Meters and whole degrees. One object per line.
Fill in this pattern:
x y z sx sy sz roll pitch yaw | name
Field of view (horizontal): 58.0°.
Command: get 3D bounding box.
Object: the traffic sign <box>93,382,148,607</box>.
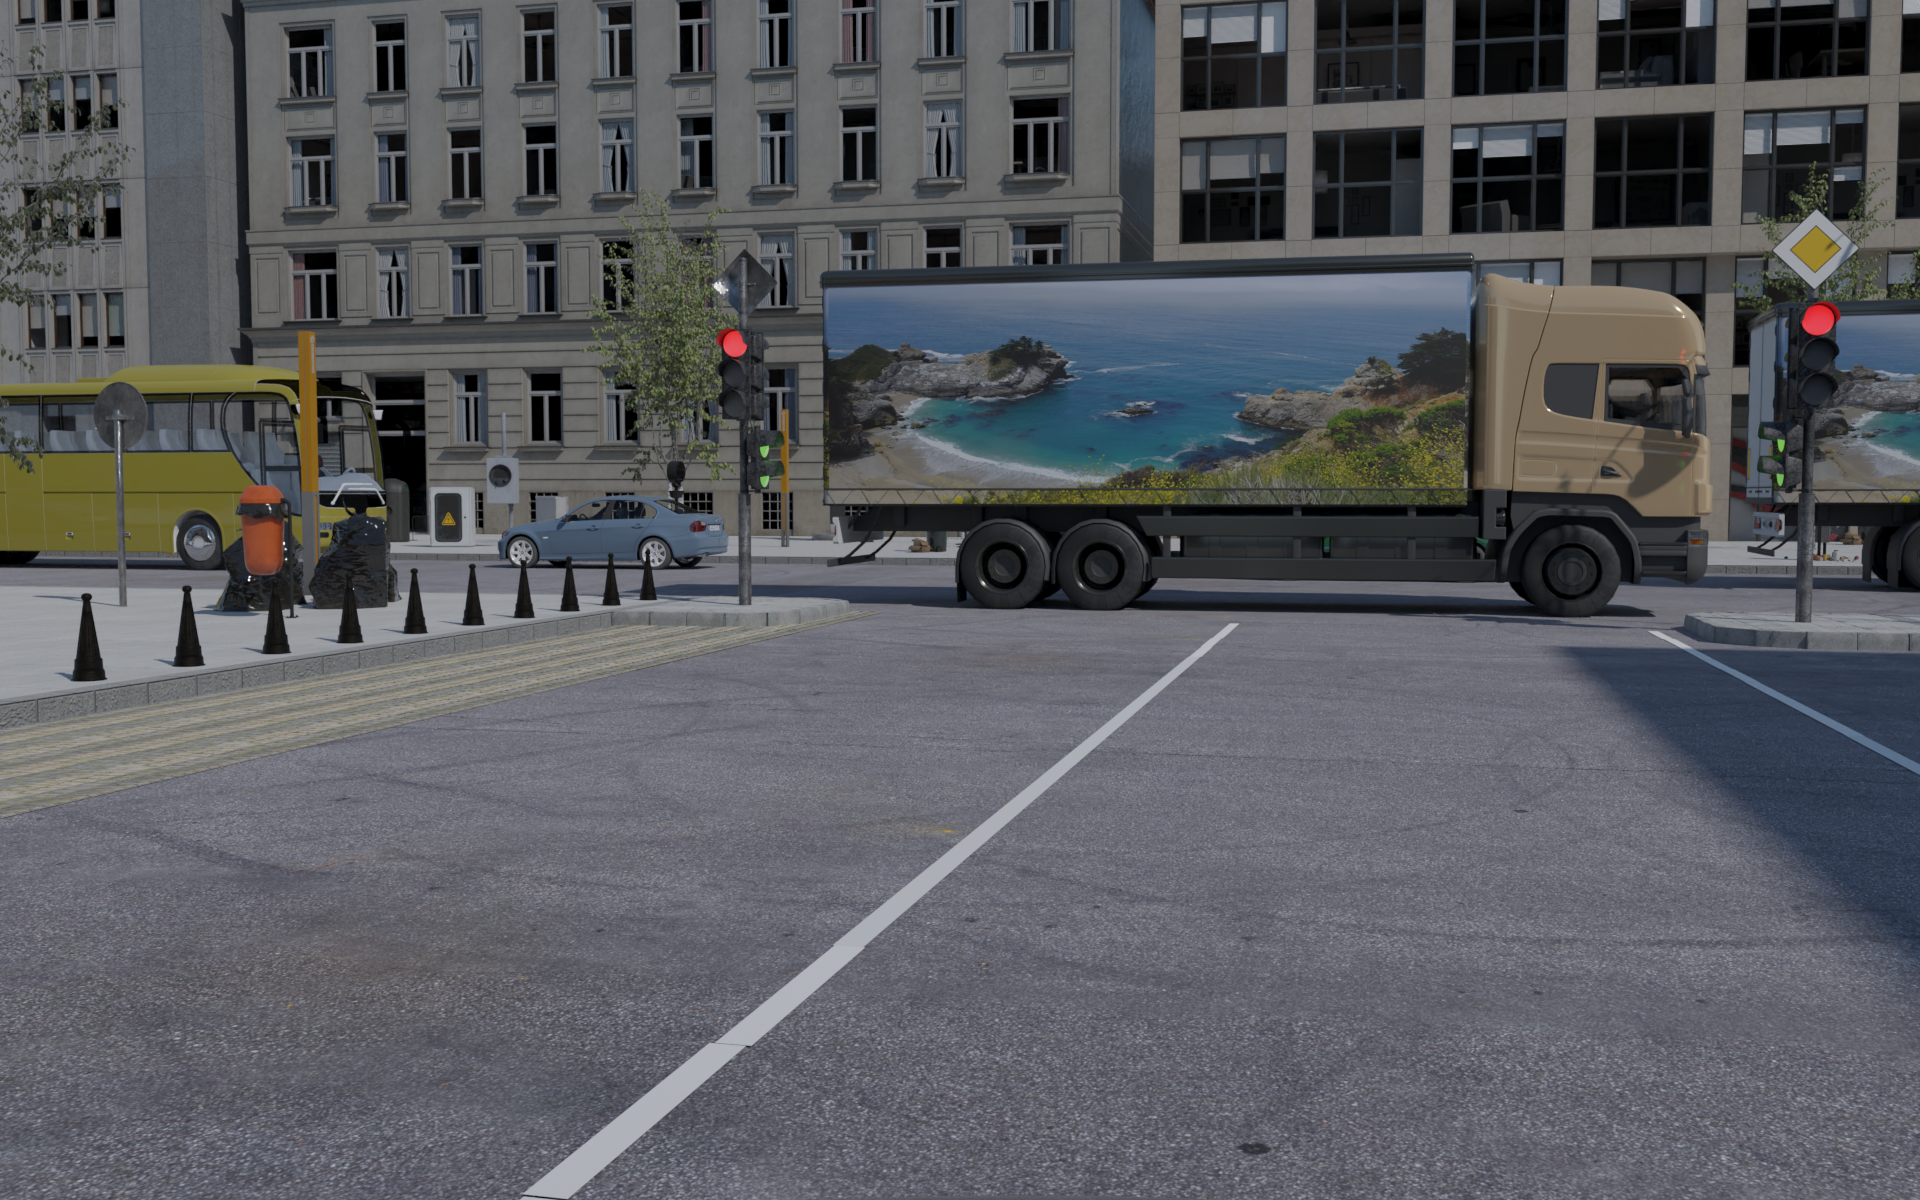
-9.544 -1.197 19.677 0.768 2.556 0.104 1 4 19 | traffic sign

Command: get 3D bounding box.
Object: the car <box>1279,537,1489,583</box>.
7.029 -1.054 29.031 4.920 1.459 2.131 1 4 14 | car

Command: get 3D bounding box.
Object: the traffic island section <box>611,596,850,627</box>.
-2.503 0.137 20.038 2.009 0.180 2.903 1 4 14 | traffic island section

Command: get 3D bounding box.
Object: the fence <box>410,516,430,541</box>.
-14.163 -1.951 47.268 2.069 0.683 0.278 2 4 24 | fence

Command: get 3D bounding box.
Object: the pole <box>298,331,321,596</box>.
-8.208 -1.713 21.856 0.158 3.312 0.155 0 3 0 | pole

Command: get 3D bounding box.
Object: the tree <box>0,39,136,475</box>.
-12.483 -4.301 20.679 4.360 8.622 3.978 0 3 0 | tree

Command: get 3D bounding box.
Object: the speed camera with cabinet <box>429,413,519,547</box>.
-11.762 -2.910 41.922 2.038 3.252 0.660 0 4 -3 | speed camera with cabinet

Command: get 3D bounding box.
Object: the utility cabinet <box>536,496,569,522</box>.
-12.477 -2.562 53.044 1.020 1.237 0.306 1 4 22 | utility cabinet

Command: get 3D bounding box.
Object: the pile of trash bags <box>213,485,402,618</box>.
-7.372 -0.584 19.297 1.912 1.369 3.447 -1 4 -8 | pile of trash bags

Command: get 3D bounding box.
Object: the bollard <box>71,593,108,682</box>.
-6.005 0.252 11.924 0.229 0.601 0.229 0 3 0 | bollard

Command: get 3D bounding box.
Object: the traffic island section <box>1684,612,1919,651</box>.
8.457 0.303 17.326 2.009 0.180 2.903 1 4 14 | traffic island section

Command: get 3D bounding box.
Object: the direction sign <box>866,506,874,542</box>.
-2.477 -3.305 46.037 0.379 3.537 0.876 -1 4 -16 | direction sign

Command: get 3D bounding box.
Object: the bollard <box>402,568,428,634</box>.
-5.016 0.007 15.933 0.229 0.601 0.229 0 3 0 | bollard

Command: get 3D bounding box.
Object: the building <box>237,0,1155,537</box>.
-7.585 -13.858 59.869 30.059 22.955 16.112 1 4 14 | building

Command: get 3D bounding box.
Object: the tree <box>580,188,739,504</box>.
-6.830 -5.579 41.576 4.737 8.622 4.395 0 3 0 | tree

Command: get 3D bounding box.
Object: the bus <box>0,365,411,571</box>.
-17.050 -2.606 34.148 12.252 3.916 2.896 1 4 14 | bus

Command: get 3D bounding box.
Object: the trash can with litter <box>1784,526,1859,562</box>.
17.033 -1.391 33.802 1.678 1.210 2.233 3 4 37 | trash can with litter

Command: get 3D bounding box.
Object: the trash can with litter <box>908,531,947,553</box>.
-0.627 -1.638 38.167 0.624 1.170 1.055 3 4 38 | trash can with litter

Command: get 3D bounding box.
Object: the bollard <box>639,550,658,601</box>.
-3.773 -0.300 20.940 0.229 0.601 0.229 0 3 0 | bollard

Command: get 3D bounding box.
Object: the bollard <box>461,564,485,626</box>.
-4.764 -0.055 16.937 0.229 0.601 0.229 0 3 0 | bollard

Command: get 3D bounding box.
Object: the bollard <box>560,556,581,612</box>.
-4.271 -0.178 18.944 0.229 0.601 0.229 0 3 0 | bollard

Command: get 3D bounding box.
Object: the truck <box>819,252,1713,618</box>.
3.985 -2.010 21.773 11.283 4.237 2.839 1 4 12 | truck

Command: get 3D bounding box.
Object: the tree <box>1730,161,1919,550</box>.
19.700 -5.428 39.109 4.737 8.622 4.395 0 3 0 | tree

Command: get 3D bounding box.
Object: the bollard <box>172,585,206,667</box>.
-5.760 0.191 12.921 0.229 0.601 0.229 0 3 0 | bollard

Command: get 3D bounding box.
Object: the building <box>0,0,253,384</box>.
-32.382 -15.025 63.675 19.932 24.808 12.078 1 4 14 | building

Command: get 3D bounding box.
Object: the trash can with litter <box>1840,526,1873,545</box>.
22.782 -1.974 43.669 1.055 1.170 0.624 -2 4 -24 | trash can with litter

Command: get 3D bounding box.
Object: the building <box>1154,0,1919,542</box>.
24.330 -15.277 54.291 34.151 26.468 19.350 1 4 14 | building

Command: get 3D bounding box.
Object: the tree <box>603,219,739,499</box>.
-7.871 -5.925 47.243 4.360 8.622 3.978 0 3 0 | tree

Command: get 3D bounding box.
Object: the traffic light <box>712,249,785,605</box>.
-2.466 -1.894 19.894 0.839 4.253 0.868 1 4 14 | traffic light

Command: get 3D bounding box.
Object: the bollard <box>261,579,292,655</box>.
-5.508 0.129 13.935 0.229 0.601 0.229 0 3 0 | bollard

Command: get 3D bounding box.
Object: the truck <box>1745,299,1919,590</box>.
17.651 -2.211 25.057 11.283 4.237 2.839 1 4 16 | truck

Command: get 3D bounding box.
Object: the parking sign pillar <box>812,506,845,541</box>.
-3.417 -3.654 48.219 1.447 3.967 1.447 0 4 -5 | parking sign pillar

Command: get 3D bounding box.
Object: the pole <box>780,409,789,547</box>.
-4.230 -2.935 41.834 0.158 3.312 0.155 0 3 0 | pole

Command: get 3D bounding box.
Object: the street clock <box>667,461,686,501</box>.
-6.212 -2.042 37.955 0.358 2.002 0.471 1 4 19 | street clock

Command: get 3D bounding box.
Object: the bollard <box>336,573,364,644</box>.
-5.263 0.068 14.932 0.229 0.601 0.229 0 3 0 | bollard

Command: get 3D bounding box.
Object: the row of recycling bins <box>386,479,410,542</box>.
-15.703 -2.315 44.960 1.069 1.692 3.534 1 4 22 | row of recycling bins

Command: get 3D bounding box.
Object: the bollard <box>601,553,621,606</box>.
-4.018 -0.239 19.943 0.229 0.601 0.229 0 3 0 | bollard

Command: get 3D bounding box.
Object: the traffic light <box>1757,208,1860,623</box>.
8.421 -1.731 17.222 0.839 4.253 0.868 1 4 14 | traffic light

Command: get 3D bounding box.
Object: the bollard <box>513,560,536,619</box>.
-4.516 -0.116 17.933 0.229 0.601 0.229 0 3 0 | bollard

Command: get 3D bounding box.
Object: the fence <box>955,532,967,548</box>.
0.140 -1.924 42.653 0.480 1.192 2.264 0 4 -1 | fence

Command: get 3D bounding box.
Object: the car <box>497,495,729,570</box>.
-6.778 -1.329 33.733 4.499 1.417 2.014 1 4 14 | car
